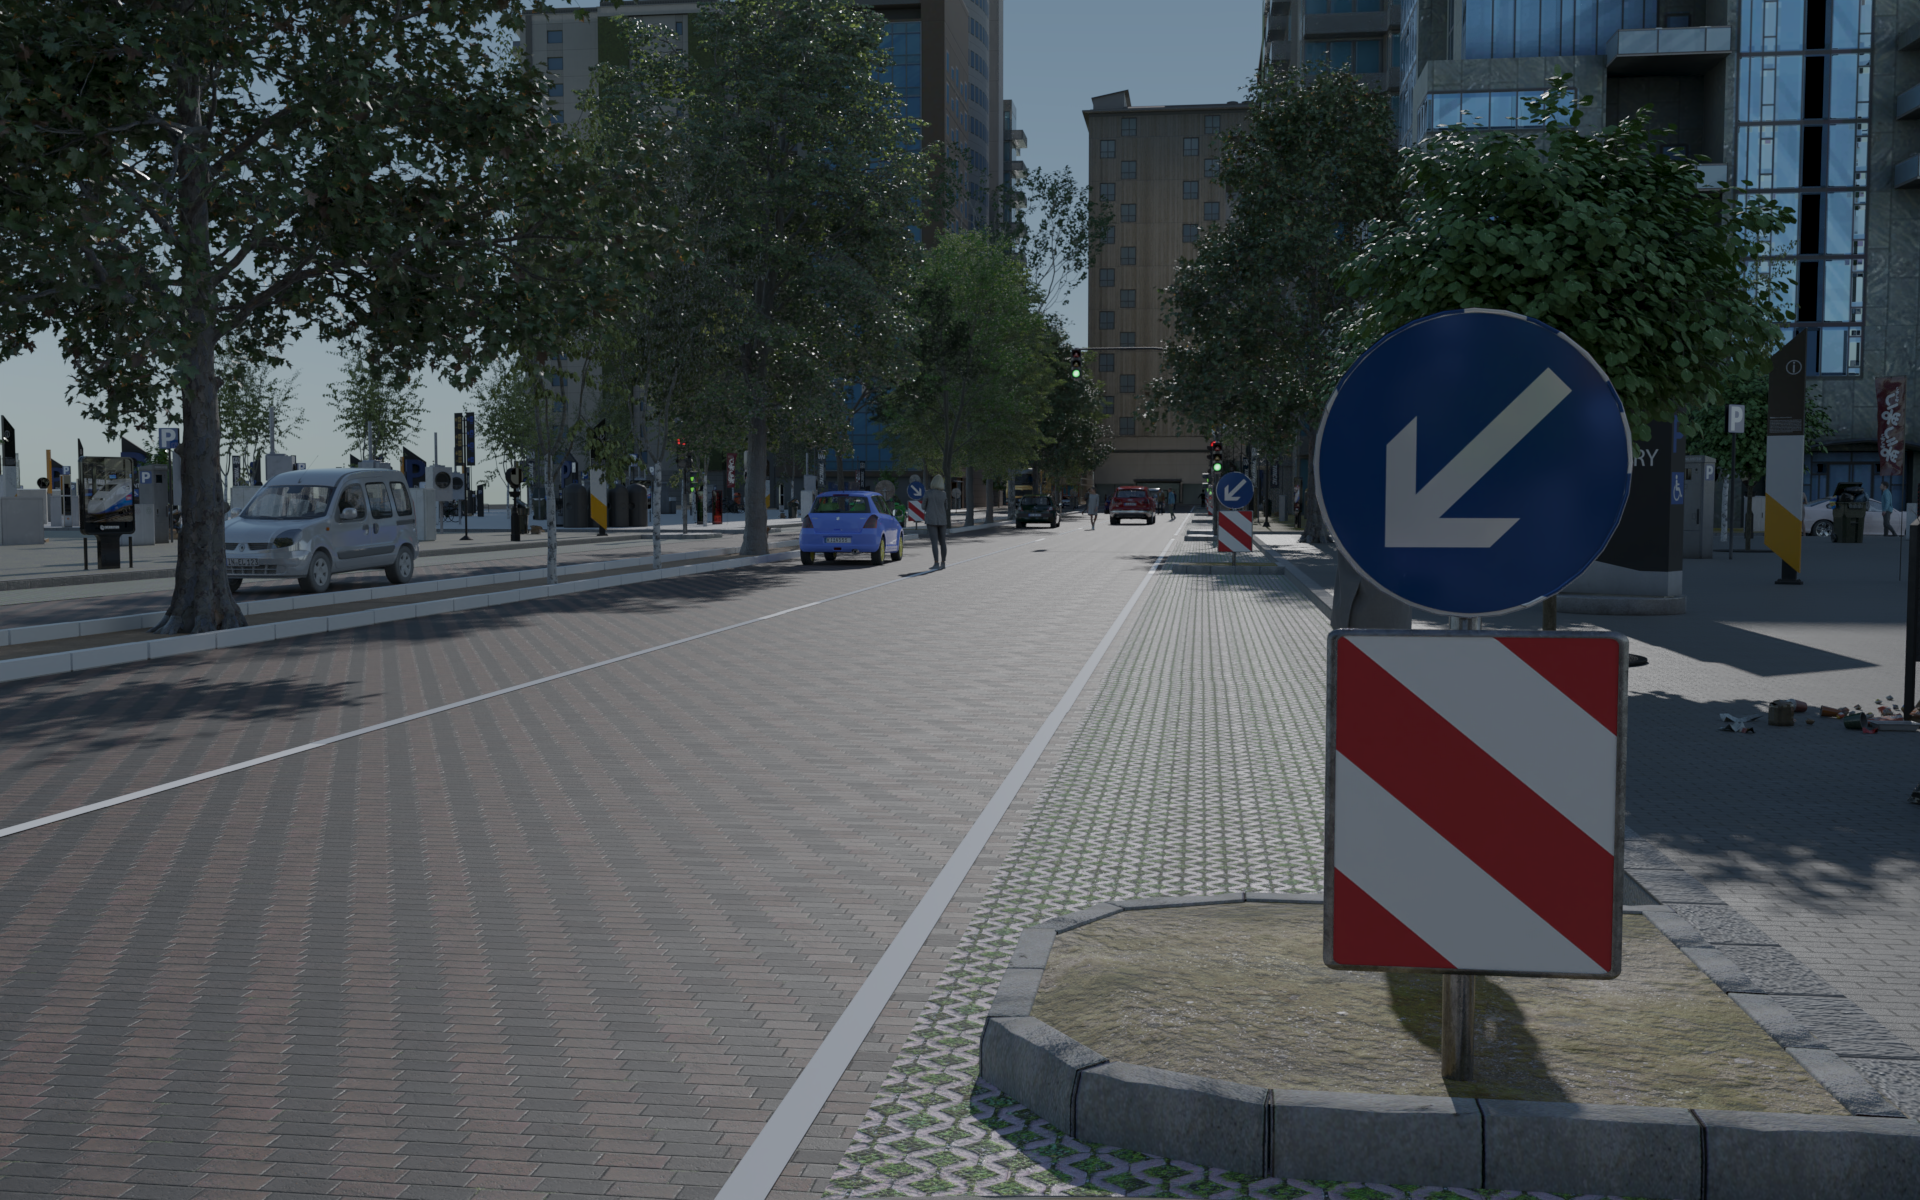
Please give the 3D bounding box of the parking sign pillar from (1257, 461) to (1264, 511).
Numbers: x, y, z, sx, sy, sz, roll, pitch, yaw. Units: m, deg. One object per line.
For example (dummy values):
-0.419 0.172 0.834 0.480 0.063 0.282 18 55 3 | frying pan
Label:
23.201 -8.910 134.157 1.447 3.967 1.447 1 4 18 | parking sign pillar

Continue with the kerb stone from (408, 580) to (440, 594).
-7.815 -0.170 24.978 0.120 0.150 1.000 0 4 8 | kerb stone

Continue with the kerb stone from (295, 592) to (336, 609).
-8.239 0.016 21.939 0.120 0.150 1.000 0 4 8 | kerb stone

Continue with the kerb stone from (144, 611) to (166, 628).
-8.667 0.202 18.886 0.120 0.150 1.000 0 4 8 | kerb stone

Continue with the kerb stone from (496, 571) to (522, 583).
-7.389 -0.357 28.028 0.120 0.150 1.000 0 4 8 | kerb stone

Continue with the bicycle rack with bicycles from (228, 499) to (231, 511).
-54.306 -7.100 129.462 2.852 0.926 2.925 0 4 5 | bicycle rack with bicycles

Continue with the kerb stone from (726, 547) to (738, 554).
-5.541 -1.164 41.240 0.120 0.150 1.000 0 4 8 | kerb stone

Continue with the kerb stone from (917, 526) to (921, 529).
-1.771 -2.808 68.158 0.120 0.150 1.000 0 4 8 | kerb stone

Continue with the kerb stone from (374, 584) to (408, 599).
-7.954 -0.106 23.963 0.120 0.150 1.000 0 4 8 | kerb stone

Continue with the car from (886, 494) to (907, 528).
-3.225 -3.597 67.603 1.959 1.807 4.718 0 4 8 | car

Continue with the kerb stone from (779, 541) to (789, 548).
-4.826 -1.475 46.310 0.120 0.150 1.000 0 4 8 | kerb stone

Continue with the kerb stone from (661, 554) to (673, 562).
-6.248 -0.853 36.165 0.120 0.150 1.000 0 4 8 | kerb stone

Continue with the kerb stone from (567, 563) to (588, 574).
-6.955 -0.543 31.070 0.120 0.150 1.000 0 4 8 | kerb stone

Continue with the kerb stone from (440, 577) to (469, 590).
-7.674 -0.232 25.990 0.120 0.150 1.000 0 4 8 | kerb stone

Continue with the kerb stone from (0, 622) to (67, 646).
-8.951 0.327 16.853 0.120 0.150 1.000 0 4 8 | kerb stone

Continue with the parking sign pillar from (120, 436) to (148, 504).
-38.145 -5.609 80.183 1.447 3.967 1.447 0 4 -4 | parking sign pillar

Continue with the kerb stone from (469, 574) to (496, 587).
-7.533 -0.294 27.002 0.120 0.150 1.000 0 4 8 | kerb stone

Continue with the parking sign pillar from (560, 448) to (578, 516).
-22.826 -6.903 101.336 1.447 3.967 1.447 -3 5 -41 | parking sign pillar

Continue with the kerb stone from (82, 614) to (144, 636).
-8.807 0.268 17.867 0.120 0.150 1.000 0 4 8 | kerb stone

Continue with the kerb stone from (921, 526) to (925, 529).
-1.625 -2.873 69.172 0.120 0.150 1.000 0 4 8 | kerb stone

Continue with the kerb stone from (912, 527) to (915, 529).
-1.913 -2.747 67.135 0.120 0.150 1.000 0 4 8 | kerb stone

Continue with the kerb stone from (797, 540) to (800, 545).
-4.542 -1.598 48.344 0.120 0.150 1.000 0 4 8 | kerb stone

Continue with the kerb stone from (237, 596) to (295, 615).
-8.380 0.079 20.927 0.120 0.150 1.000 0 4 8 | kerb stone

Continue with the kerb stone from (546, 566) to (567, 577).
-7.100 -0.481 30.058 0.120 0.150 1.000 0 4 8 | kerb stone

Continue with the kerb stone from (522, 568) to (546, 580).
-7.239 -0.419 29.046 0.120 0.150 1.000 0 4 8 | kerb stone

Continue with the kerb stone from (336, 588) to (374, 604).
-8.099 -0.046 22.951 0.120 0.150 1.000 0 4 8 | kerb stone

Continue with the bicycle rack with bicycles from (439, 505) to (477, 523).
-23.982 -4.008 78.916 2.925 0.926 2.852 1 4 13 | bicycle rack with bicycles

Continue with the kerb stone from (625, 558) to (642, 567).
-6.537 -0.730 34.137 0.120 0.150 1.000 0 4 8 | kerb stone

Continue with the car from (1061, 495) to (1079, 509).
10.852 -9.798 172.771 1.945 1.354 3.894 1 4 9 | car

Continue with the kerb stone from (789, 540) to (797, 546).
-4.686 -1.537 47.328 0.120 0.150 1.000 0 4 8 | kerb stone

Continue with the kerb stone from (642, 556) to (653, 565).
-6.393 -0.787 35.153 0.120 0.150 1.000 0 4 8 | kerb stone

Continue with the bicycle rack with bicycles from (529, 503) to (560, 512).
-29.386 -6.848 125.351 2.925 0.926 2.852 1 4 12 | bicycle rack with bicycles

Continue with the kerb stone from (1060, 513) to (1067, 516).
6.837 -5.645 114.493 0.120 0.150 1.000 0 4 8 | kerb stone

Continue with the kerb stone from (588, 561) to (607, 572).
-6.822 -0.605 32.086 0.120 0.150 1.000 0 4 8 | kerb stone

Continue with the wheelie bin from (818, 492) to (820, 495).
-10.128 -6.875 120.320 0.980 1.594 0.693 2 4 28 | wheelie bin

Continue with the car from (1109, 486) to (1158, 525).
8.315 -4.554 83.131 2.281 1.827 5.304 1 4 9 | car

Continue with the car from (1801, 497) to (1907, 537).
28.320 -2.587 54.660 4.827 1.381 2.083 0 4 6 | car

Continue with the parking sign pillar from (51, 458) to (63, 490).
-65.939 -8.459 126.769 1.447 3.967 1.447 0 4 -7 | parking sign pillar

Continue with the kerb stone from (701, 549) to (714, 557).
-5.821 -1.041 39.213 0.120 0.150 1.000 0 4 8 | kerb stone

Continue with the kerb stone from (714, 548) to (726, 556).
-5.679 -1.103 40.228 0.120 0.150 1.000 0 4 8 | kerb stone

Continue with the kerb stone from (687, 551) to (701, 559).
-5.966 -0.976 38.199 0.120 0.150 1.000 0 4 8 | kerb stone

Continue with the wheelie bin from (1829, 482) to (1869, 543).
23.398 -2.300 45.508 0.980 1.594 0.693 0 4 -2 | wheelie bin

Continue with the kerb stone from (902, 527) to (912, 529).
-2.052 -2.686 66.106 0.120 0.150 1.000 0 4 8 | kerb stone

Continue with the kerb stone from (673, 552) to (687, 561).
-6.113 -0.917 37.181 0.120 0.150 1.000 0 4 8 | kerb stone

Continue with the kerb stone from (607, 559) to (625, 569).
-6.671 -0.665 33.116 0.120 0.150 1.000 0 4 8 | kerb stone

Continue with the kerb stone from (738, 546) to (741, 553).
-5.391 -1.219 42.252 0.120 0.150 1.000 0 4 8 | kerb stone

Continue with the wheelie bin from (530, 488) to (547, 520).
-20.891 -4.786 86.165 0.980 1.594 0.693 0 4 6 | wheelie bin

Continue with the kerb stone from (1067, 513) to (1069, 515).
6.977 -5.707 115.505 0.120 0.150 1.000 0 4 8 | kerb stone

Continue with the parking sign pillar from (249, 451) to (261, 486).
-41.985 -7.019 103.233 1.447 3.967 1.447 -1 4 -12 | parking sign pillar

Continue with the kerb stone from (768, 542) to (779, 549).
-4.974 -1.413 45.297 0.120 0.150 1.000 0 4 8 | kerb stone

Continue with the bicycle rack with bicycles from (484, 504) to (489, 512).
-34.085 -6.561 120.653 2.852 0.926 2.925 -2 4 -34 | bicycle rack with bicycles

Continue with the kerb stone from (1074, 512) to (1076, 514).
7.840 -6.079 121.596 0.120 0.150 1.000 0 4 8 | kerb stone

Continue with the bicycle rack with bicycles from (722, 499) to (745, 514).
-14.406 -6.181 114.443 2.925 0.926 2.852 -1 4 -20 | bicycle rack with bicycles

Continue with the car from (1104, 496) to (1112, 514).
11.463 -6.944 126.109 1.945 1.354 3.894 1 4 9 | car

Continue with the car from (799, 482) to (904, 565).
-2.219 -1.632 36.267 1.945 1.707 3.694 0 4 7 | car

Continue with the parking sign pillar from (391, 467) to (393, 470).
-39.122 -7.903 117.694 1.447 3.967 1.447 -3 5 -41 | parking sign pillar

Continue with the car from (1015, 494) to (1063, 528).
3.355 -3.936 74.141 2.009 1.686 4.222 0 4 7 | car

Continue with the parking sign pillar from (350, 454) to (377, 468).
-39.830 -7.739 115.011 1.447 3.967 1.447 0 4 -7 | parking sign pillar

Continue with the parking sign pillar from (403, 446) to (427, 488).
-30.577 -6.658 97.335 1.447 3.967 1.447 -3 4 -36 | parking sign pillar
